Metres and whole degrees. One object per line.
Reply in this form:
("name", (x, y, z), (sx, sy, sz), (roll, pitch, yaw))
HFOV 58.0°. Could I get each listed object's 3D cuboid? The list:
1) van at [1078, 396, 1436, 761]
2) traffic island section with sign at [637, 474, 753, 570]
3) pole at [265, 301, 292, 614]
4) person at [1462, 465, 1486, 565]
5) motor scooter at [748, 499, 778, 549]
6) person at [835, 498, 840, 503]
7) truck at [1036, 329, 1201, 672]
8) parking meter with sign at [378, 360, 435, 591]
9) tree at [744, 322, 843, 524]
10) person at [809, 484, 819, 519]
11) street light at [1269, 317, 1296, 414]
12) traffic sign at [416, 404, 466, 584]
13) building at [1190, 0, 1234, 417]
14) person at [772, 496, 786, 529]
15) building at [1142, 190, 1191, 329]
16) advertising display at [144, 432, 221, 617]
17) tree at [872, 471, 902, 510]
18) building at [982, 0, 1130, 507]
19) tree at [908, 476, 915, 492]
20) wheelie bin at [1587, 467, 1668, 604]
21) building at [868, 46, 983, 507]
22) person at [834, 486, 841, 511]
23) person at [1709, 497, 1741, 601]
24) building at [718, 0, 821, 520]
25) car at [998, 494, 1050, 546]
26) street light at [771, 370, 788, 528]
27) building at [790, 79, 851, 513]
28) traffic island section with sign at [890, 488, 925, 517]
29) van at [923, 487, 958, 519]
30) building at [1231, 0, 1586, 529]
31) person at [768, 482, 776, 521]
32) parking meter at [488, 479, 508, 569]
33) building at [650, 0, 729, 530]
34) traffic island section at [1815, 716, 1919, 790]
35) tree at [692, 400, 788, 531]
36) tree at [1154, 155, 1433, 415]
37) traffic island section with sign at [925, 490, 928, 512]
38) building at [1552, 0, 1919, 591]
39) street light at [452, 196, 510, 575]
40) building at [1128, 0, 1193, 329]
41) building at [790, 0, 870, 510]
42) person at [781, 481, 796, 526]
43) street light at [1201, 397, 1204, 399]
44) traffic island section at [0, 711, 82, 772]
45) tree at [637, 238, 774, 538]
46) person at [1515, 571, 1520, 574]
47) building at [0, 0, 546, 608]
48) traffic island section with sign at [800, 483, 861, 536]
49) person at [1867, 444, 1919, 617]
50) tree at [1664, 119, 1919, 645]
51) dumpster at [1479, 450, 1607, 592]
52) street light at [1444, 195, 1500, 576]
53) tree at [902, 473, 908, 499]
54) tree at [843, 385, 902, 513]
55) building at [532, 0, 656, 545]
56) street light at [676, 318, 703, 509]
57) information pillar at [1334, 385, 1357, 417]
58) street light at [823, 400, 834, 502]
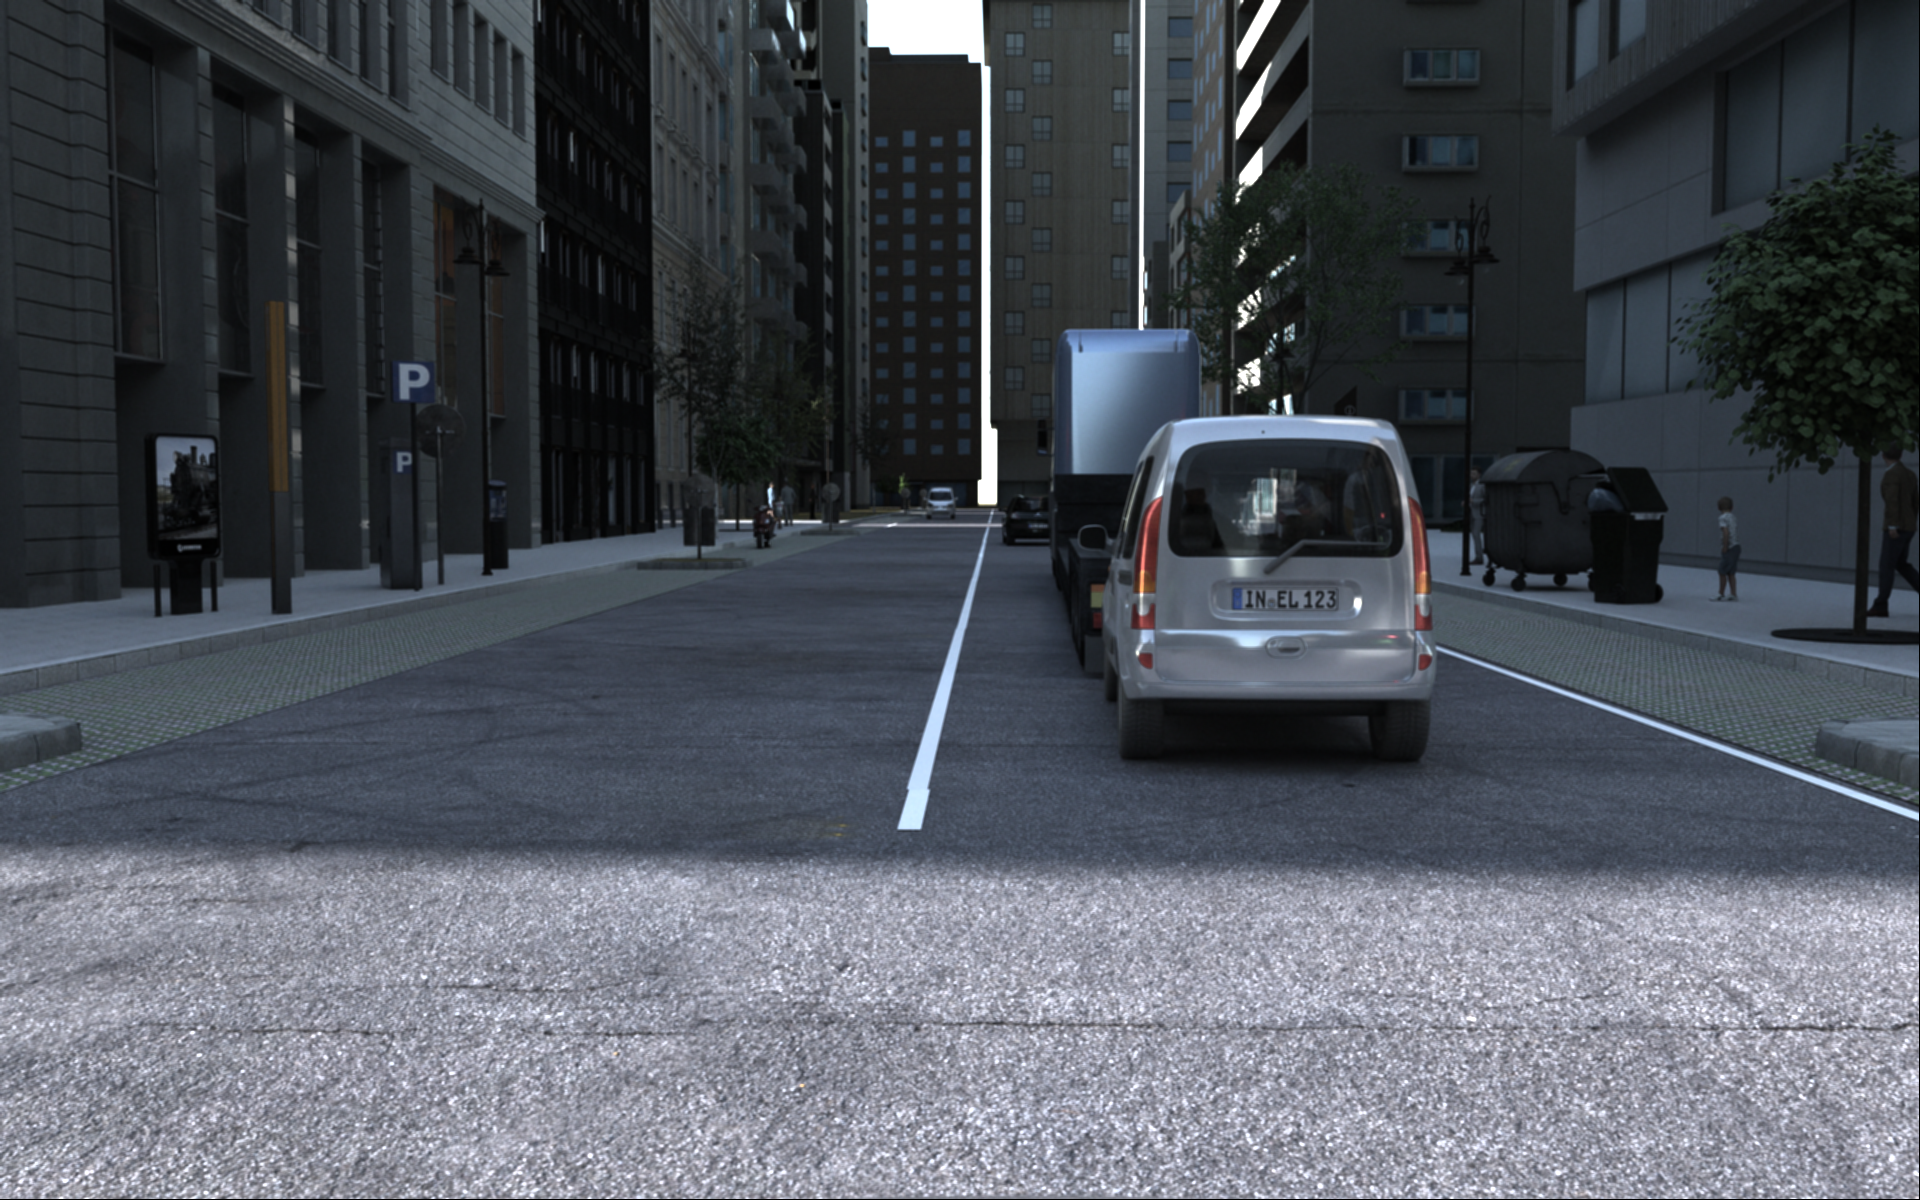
("van", (1.748, -0.226, 10.701), (2.013, 2.044, 4.112), (0, 4, 3))
("traffic island section with sign", (-5.063, -1.520, 33.473), (1.989, 1.847, 2.006), (0, 4, 1))
("pole", (-7.266, -1.505, 18.453), (0.158, 3.312, 0.155), (0, 3, 0))
("person", (9.332, -1.547, 31.533), (0.583, 1.804, 0.606), (-2, 4, -25))
("motor scooter", (-5.179, -2.016, 45.743), (0.815, 1.314, 1.986), (0, 4, 1))
("person", (-7.222, -5.472, 98.699), (0.628, 1.438, 0.799), (3, 5, 40))
("truck", (2.508, -2.005, 22.546), (2.967, 4.110, 18.799), (0, 4, 2))
("parking meter with sign", (-7.579, -1.667, 23.514), (0.543, 3.016, 1.738), (-2, 4, -29))
("tree", (-7.308, -7.623, 75.006), (4.737, 8.622, 4.395), (0, 3, 0))
("person", (-7.416, -4.976, 87.542), (0.705, 1.807, 1.348), (1, 4, 14))
("street light", (8.435, -4.444, 45.453), (0.468, 5.910, 1.993), (0, 4, 1))
("traffic sign", (-7.373, -1.494, 24.531), (0.768, 2.556, 0.104), (0, 4, 1))
("building", (19.821, -26.927, 90.364), (14.600, 45.320, 14.200), (0, 4, 1))
("person", (-6.589, -3.187, 63.160), (0.505, 1.210, 0.382), (-3, 4, -38))
("building", (26.870, -16.376, 112.790), (27.650, 21.520, 28.899), (0, 4, 1))
("advertising display", (-8.273, -0.811, 18.472), (0.123, 1.923, 0.974), (1, 4, 16))
("tree", (-6.210, -9.085, 143.135), (1.663, 3.219, 1.824), (0, 3, 0))
("building", (16.148, -36.332, 183.274), (27.495, 52.752, 28.713), (0, 4, 1))
("tree", (-5.240, -10.097, 159.683), (1.663, 3.219, 1.824), (0, 3, 0))
("wheelie bin", (7.816, -0.764, 20.397), (0.980, 1.594, 0.693), (-2, 4, -27))
("building", (-4.842, -32.228, 177.041), (14.200, 45.320, 14.600), (0, 4, 1))
("person", (-7.488, -5.969, 104.083), (0.683, 1.767, 0.568), (-3, 4, -36))
("person", (9.186, -0.614, 20.766), (0.332, 1.250, 0.352), (0, 4, -7))
("building", (-20.728, -29.300, 98.661), (23.786, 49.044, 30.456), (0, 4, 1))
("car", (2.116, -2.426, 49.454), (2.009, 1.686, 4.222), (0, 4, -1))
("street light", (-6.755, -5.622, 64.710), (0.468, 5.910, 1.993), (0, 4, 1))
("building", (-15.342, -21.386, 121.358), (14.160, 30.474, 14.107), (0, 4, 1))
("traffic island section with sign", (-3.414, -6.232, 110.527), (1.989, 1.847, 2.006), (0, 4, 1))
("van", (-1.099, -5.663, 99.607), (2.013, 2.044, 4.112), (0, 3, 0))
("building", (23.487, -27.403, 71.748), (21.300, 48.544, 21.600), (0, 4, 1))
("person", (-8.785, -4.549, 80.436), (0.654, 1.822, 0.581), (-1, 4, -17))
("parking meter", (-7.944, -1.301, 29.687), (0.372, 1.533, 0.369), (0, 3, 0))
("building", (-16.977, -17.195, 67.046), (13.634, 28.700, 20.117), (0, 4, 1))
("traffic island section", (5.626, 0.842, 8.519), (2.009, 0.180, 2.903), (0, 4, 1))
("tree", (-7.705, -4.671, 60.090), (4.285, 4.588, 4.351), (0, 3, 0))
("tree", (9.975, -7.760, 52.625), (9.928, 11.665, 9.643), (0, 3, 0))
("traffic island section with sign", (-2.834, -7.881, 137.476), (1.989, 1.847, 2.006), (0, 4, 1))
("building", (24.859, -26.410, 21.036), (27.495, 52.752, 28.713), (0, 4, 1))
("street light", (-7.478, -3.329, 27.221), (0.468, 5.910, 1.993), (0, 4, 1))
("building", (24.306, -36.655, 141.305), (21.231, 58.520, 28.212), (0, 4, 1))
("building", (-18.931, -31.936, 145.851), (21.600, 48.544, 21.300), (0, 4, 1))
("person", (-6.923, -3.875, 69.506), (0.635, 1.810, 0.391), (-3, 4, -39))
("street light", (8.793, -5.630, 64.841), (0.468, 5.910, 1.993), (0, 4, 1))
("traffic island section", (-5.913, 0.826, 8.770), (2.009, 0.180, 2.903), (0, 4, 1))
("tree", (-7.076, -6.069, 49.598), (4.360, 8.622, 3.978), (0, 3, 0))
("person", (9.165, -1.308, 27.516), (0.778, 1.811, 0.616), (-3, 5, -41))
("building", (-15.691, -15.190, 25.855), (11.434, 29.767, 29.804), (0, 4, 1))
("traffic island section with sign", (-4.480, -3.168, 60.422), (1.989, 1.847, 2.006), (0, 4, 1))
("person", (9.824, -0.741, 18.077), (0.836, 1.842, 0.656), (1, 4, 17))
("tree", (7.968, -1.937, 15.376), (4.285, 4.588, 4.351), (0, 3, 0))
("dumpster", (7.867, -1.078, 23.390), (1.264, 1.857, 1.865), (0, 4, 1))
("street light", (7.979, -3.325, 27.154), (0.468, 5.910, 1.993), (0, 4, 1))
("tree", (-5.610, -9.402, 148.321), (1.663, 3.219, 1.824), (0, 3, 0))
("tree", (-5.791, -10.154, 116.385), (4.360, 8.622, 3.978), (0, 3, 0))
("building", (-16.463, -13.430, 49.252), (12.332, 23.373, 15.834), (0, 4, 1))
("street light", (-7.098, -4.449, 45.522), (0.468, 5.910, 1.993), (0, 4, 1))
("information pillar", (8.261, -2.800, 37.131), (0.504, 3.616, 0.183), (0, 4, 4))
("street light", (-6.309, -6.741, 83.009), (0.468, 5.910, 1.993), (0, 4, 1))
